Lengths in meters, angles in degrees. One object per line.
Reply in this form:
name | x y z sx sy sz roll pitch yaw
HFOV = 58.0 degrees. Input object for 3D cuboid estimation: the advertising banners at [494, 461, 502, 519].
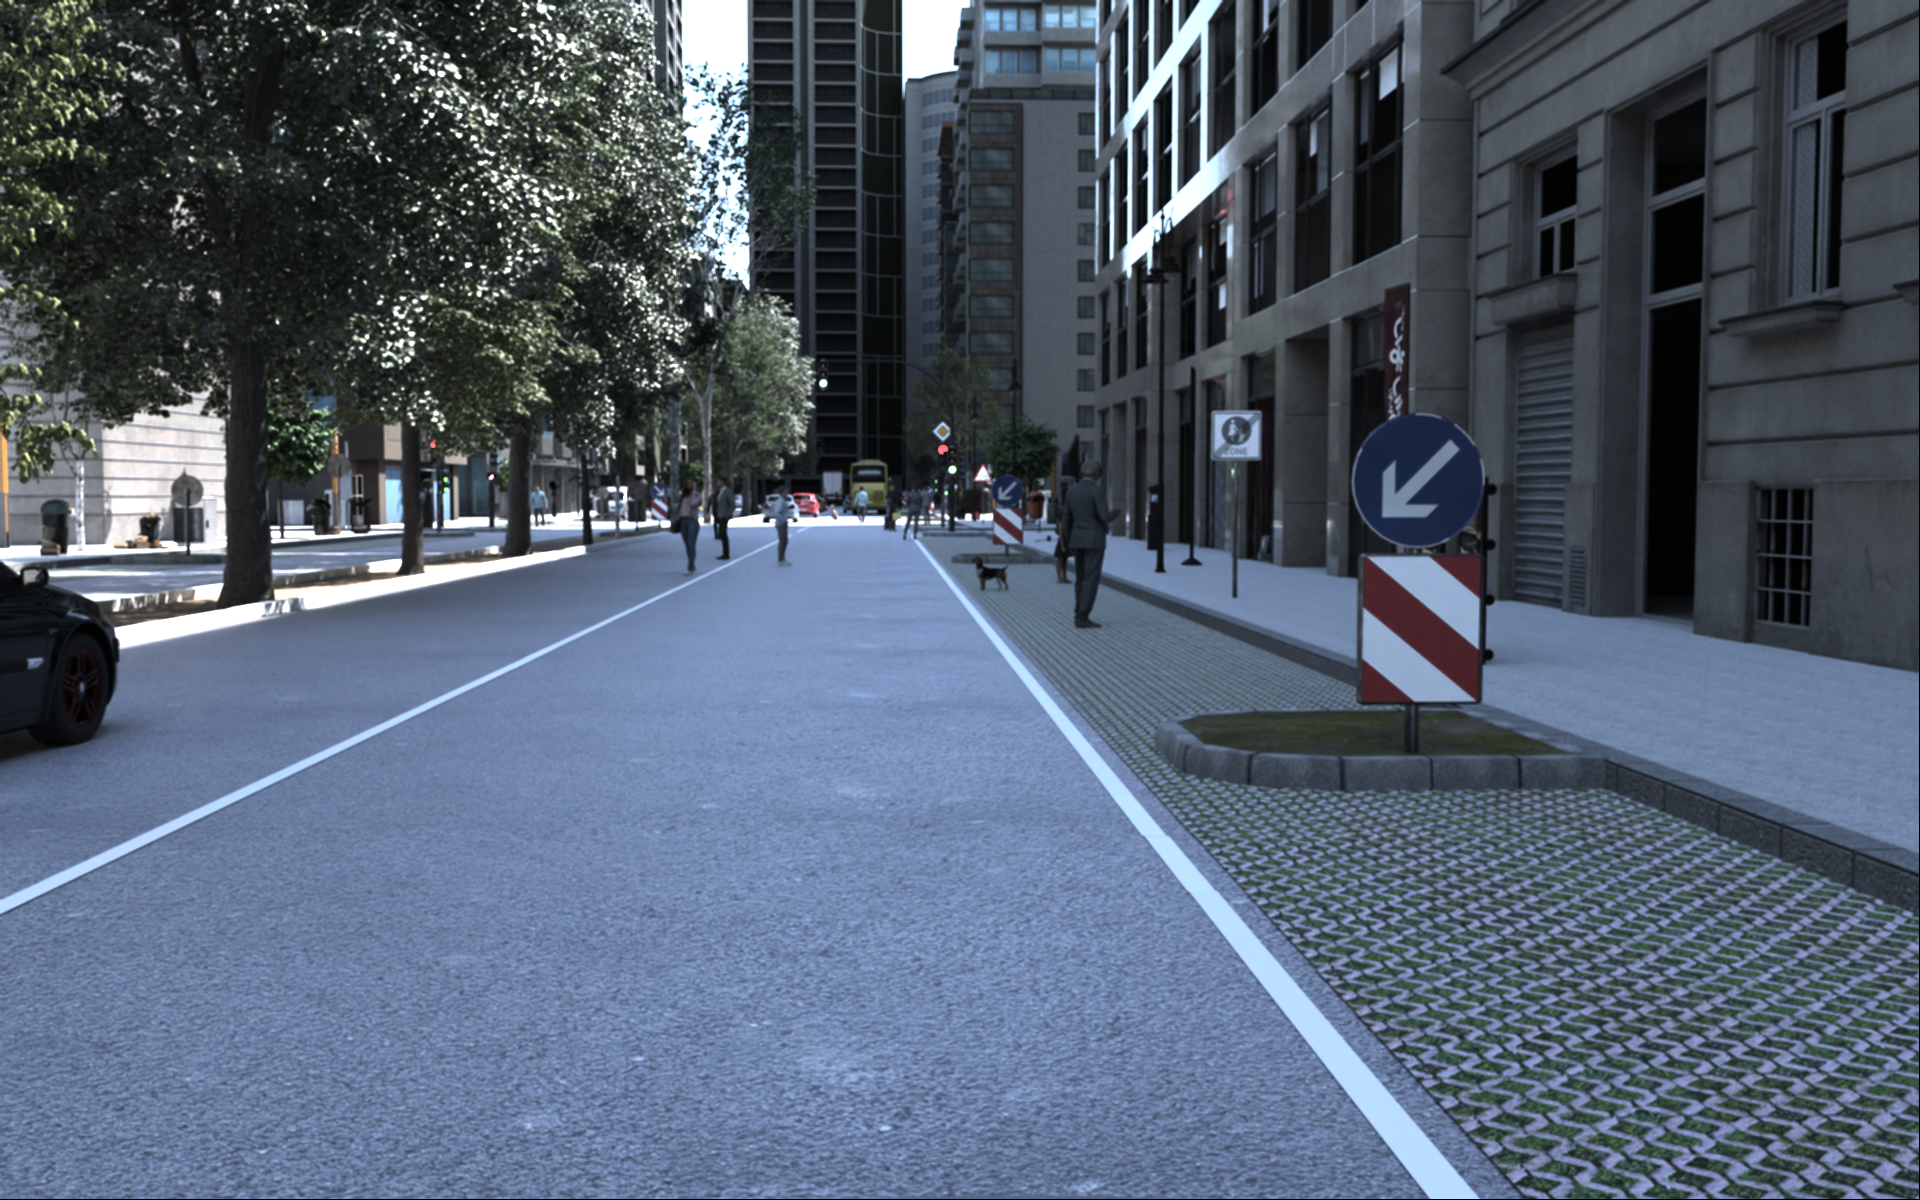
advertising banners | -24.244 -5.795 90.932 0.090 3.025 2.074 0 4 -1

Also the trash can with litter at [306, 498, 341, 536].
trash can with litter | -19.638 -2.575 53.486 0.624 1.170 1.055 1 4 11

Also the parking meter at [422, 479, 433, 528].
parking meter | -20.056 -3.640 65.227 0.255 1.863 0.399 1 4 12

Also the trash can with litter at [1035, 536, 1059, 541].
trash can with litter | 3.034 -2.230 47.525 2.233 1.210 1.678 -1 4 -17

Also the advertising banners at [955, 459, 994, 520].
advertising banners | 0.765 -5.538 86.740 2.074 3.025 0.090 1 4 16

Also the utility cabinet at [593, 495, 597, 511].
utility cabinet | -27.194 -7.229 129.363 0.306 1.237 1.020 0 4 0

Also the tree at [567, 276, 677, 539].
tree | -10.887 -6.243 54.900 4.360 8.622 3.978 0 3 0

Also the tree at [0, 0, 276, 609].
tree | -8.945 -6.866 21.369 9.857 13.997 8.962 0 3 0

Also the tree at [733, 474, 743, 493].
tree | -27.416 -13.792 209.217 4.285 4.588 4.351 0 3 0

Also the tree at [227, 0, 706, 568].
tree | -10.236 -7.987 39.703 9.857 13.997 8.962 0 3 0

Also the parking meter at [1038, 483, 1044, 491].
parking meter | 4.667 -5.783 100.256 0.255 1.863 0.399 -2 4 -30

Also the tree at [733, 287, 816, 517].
tree | -13.266 -12.085 106.709 9.857 13.997 8.962 0 3 0

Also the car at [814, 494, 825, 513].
car | -11.560 -7.606 134.585 2.015 1.641 3.980 0 4 -1

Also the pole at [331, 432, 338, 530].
pole | -19.935 -3.758 55.283 0.158 3.312 0.155 0 3 0

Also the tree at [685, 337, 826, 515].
tree | -13.904 -12.069 116.798 9.611 12.733 9.660 0 3 0

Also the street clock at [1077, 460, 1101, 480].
street clock | 2.744 -1.973 36.821 0.471 2.002 0.358 2 4 33

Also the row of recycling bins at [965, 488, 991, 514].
row of recycling bins | 1.113 -6.442 112.438 1.069 1.692 3.534 -1 4 -16

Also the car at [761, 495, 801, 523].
car | -9.033 -4.610 87.368 2.014 1.417 4.499 0 4 -4

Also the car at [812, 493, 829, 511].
car | -12.337 -8.526 148.441 2.155 1.783 4.494 0 4 -1

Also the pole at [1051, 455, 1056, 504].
pole | 4.055 -4.975 75.185 0.158 3.312 0.155 0 3 0

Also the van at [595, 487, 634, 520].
van | -19.236 -5.477 96.565 2.013 2.044 4.112 0 4 -2

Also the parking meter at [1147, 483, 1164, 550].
parking meter | 4.483 -1.912 39.674 0.372 1.533 0.369 0 3 0

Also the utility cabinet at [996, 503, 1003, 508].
utility cabinet | 1.913 -4.497 84.685 0.306 1.237 1.020 0 4 -1

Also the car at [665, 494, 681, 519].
car | -15.688 -5.311 96.625 2.009 1.686 4.222 0 4 -5

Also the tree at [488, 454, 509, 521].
tree | -21.819 -5.442 83.578 1.663 3.219 1.824 0 3 0

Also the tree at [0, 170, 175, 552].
tree | -19.507 -5.380 38.333 4.360 8.622 3.978 0 3 0

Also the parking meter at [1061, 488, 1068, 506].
parking meter | 4.372 -3.864 71.590 0.372 1.533 0.369 0 3 0

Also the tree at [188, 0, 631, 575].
tree | -9.780 -6.728 30.585 7.486 12.596 7.792 0 3 0

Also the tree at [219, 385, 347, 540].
tree | -19.267 -4.013 49.332 4.285 4.588 4.351 0 3 0

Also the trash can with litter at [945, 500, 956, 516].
trash can with litter | -0.334 -5.446 100.426 1.055 1.170 0.624 0 4 3

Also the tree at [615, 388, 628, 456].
tree | -23.525 -12.834 135.586 9.928 11.665 9.643 0 3 0

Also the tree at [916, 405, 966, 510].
tree | -0.849 -11.459 137.712 4.360 8.622 3.978 0 3 0

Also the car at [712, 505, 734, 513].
car | -17.762 -7.116 128.353 2.014 1.417 4.499 0 4 -2

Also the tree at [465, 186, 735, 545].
tree | -10.465 -6.845 48.784 8.767 10.594 7.601 0 4 -3

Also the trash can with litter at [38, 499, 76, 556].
trash can with litter | -19.048 -1.536 36.500 0.624 1.170 1.055 -1 4 -18

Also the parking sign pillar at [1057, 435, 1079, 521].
parking sign pillar | 4.964 -5.472 77.937 1.447 3.967 1.447 1 4 20

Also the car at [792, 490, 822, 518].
car | -9.417 -5.824 104.259 2.155 1.783 4.494 0 4 -3

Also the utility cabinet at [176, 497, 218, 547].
utility cabinet | -18.644 -1.906 42.329 0.306 1.237 1.020 2 4 24

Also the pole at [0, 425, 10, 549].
pole | -22.439 -2.860 40.598 0.158 3.312 0.155 0 3 0

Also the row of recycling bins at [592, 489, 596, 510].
row of recycling bins | -26.574 -7.645 132.115 3.534 1.692 1.069 2 4 28

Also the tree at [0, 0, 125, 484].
tree | -8.780 -3.751 14.148 4.737 8.622 4.395 0 3 0

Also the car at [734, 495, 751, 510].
car | -19.348 -8.610 153.140 2.083 1.381 4.827 0 4 -2

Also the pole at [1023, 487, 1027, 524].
pole | 2.742 -4.886 73.731 0.158 3.312 0.155 0 3 0

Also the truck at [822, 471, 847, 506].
truck | -15.431 -13.718 213.202 2.839 4.237 11.283 0 4 -2

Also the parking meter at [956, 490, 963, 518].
parking meter | -0.030 -5.277 94.685 0.372 1.533 0.369 0 3 0

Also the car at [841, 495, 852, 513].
car | -8.042 -7.336 131.953 2.014 1.417 4.499 0 4 -4

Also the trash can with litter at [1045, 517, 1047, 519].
trash can with litter | 4.653 -4.432 83.857 1.055 1.170 0.624 0 4 -5

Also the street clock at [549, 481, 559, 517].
street clock | -22.368 -5.559 95.464 0.471 2.002 0.358 2 4 28

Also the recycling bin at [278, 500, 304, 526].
recycling bin | -26.810 -3.478 69.412 0.722 1.027 0.722 2 4 25

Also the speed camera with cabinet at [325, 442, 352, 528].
speed camera with cabinet | -23.605 -4.365 65.707 0.660 3.252 2.038 -2 4 -32

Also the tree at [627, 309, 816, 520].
tree | -12.676 -10.259 95.954 9.928 11.665 9.643 0 3 0

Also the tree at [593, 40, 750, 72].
tree | -12.936 -13.018 71.189 12.611 20.169 13.585 0 3 0

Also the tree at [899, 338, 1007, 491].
tree | -0.213 -10.396 104.381 7.601 10.594 8.767 0 4 -2

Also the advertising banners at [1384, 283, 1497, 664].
advertising banners | 3.796 -1.083 13.893 0.090 3.025 2.074 -1 4 -9

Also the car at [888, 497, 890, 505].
car | -7.947 -12.584 215.334 1.945 1.707 3.694 0 4 -3

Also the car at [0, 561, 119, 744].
car | -5.867 0.066 8.709 2.009 1.686 4.222 0 4 -1

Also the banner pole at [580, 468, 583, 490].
banner pole | -28.315 -8.479 128.650 0.401 3.779 0.863 2 4 34

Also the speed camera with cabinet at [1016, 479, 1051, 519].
speed camera with cabinet | 3.973 -5.854 90.055 0.660 3.252 2.038 -3 4 -39

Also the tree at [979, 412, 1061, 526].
tree | 2.397 -5.225 69.145 4.285 4.588 4.351 0 3 0
